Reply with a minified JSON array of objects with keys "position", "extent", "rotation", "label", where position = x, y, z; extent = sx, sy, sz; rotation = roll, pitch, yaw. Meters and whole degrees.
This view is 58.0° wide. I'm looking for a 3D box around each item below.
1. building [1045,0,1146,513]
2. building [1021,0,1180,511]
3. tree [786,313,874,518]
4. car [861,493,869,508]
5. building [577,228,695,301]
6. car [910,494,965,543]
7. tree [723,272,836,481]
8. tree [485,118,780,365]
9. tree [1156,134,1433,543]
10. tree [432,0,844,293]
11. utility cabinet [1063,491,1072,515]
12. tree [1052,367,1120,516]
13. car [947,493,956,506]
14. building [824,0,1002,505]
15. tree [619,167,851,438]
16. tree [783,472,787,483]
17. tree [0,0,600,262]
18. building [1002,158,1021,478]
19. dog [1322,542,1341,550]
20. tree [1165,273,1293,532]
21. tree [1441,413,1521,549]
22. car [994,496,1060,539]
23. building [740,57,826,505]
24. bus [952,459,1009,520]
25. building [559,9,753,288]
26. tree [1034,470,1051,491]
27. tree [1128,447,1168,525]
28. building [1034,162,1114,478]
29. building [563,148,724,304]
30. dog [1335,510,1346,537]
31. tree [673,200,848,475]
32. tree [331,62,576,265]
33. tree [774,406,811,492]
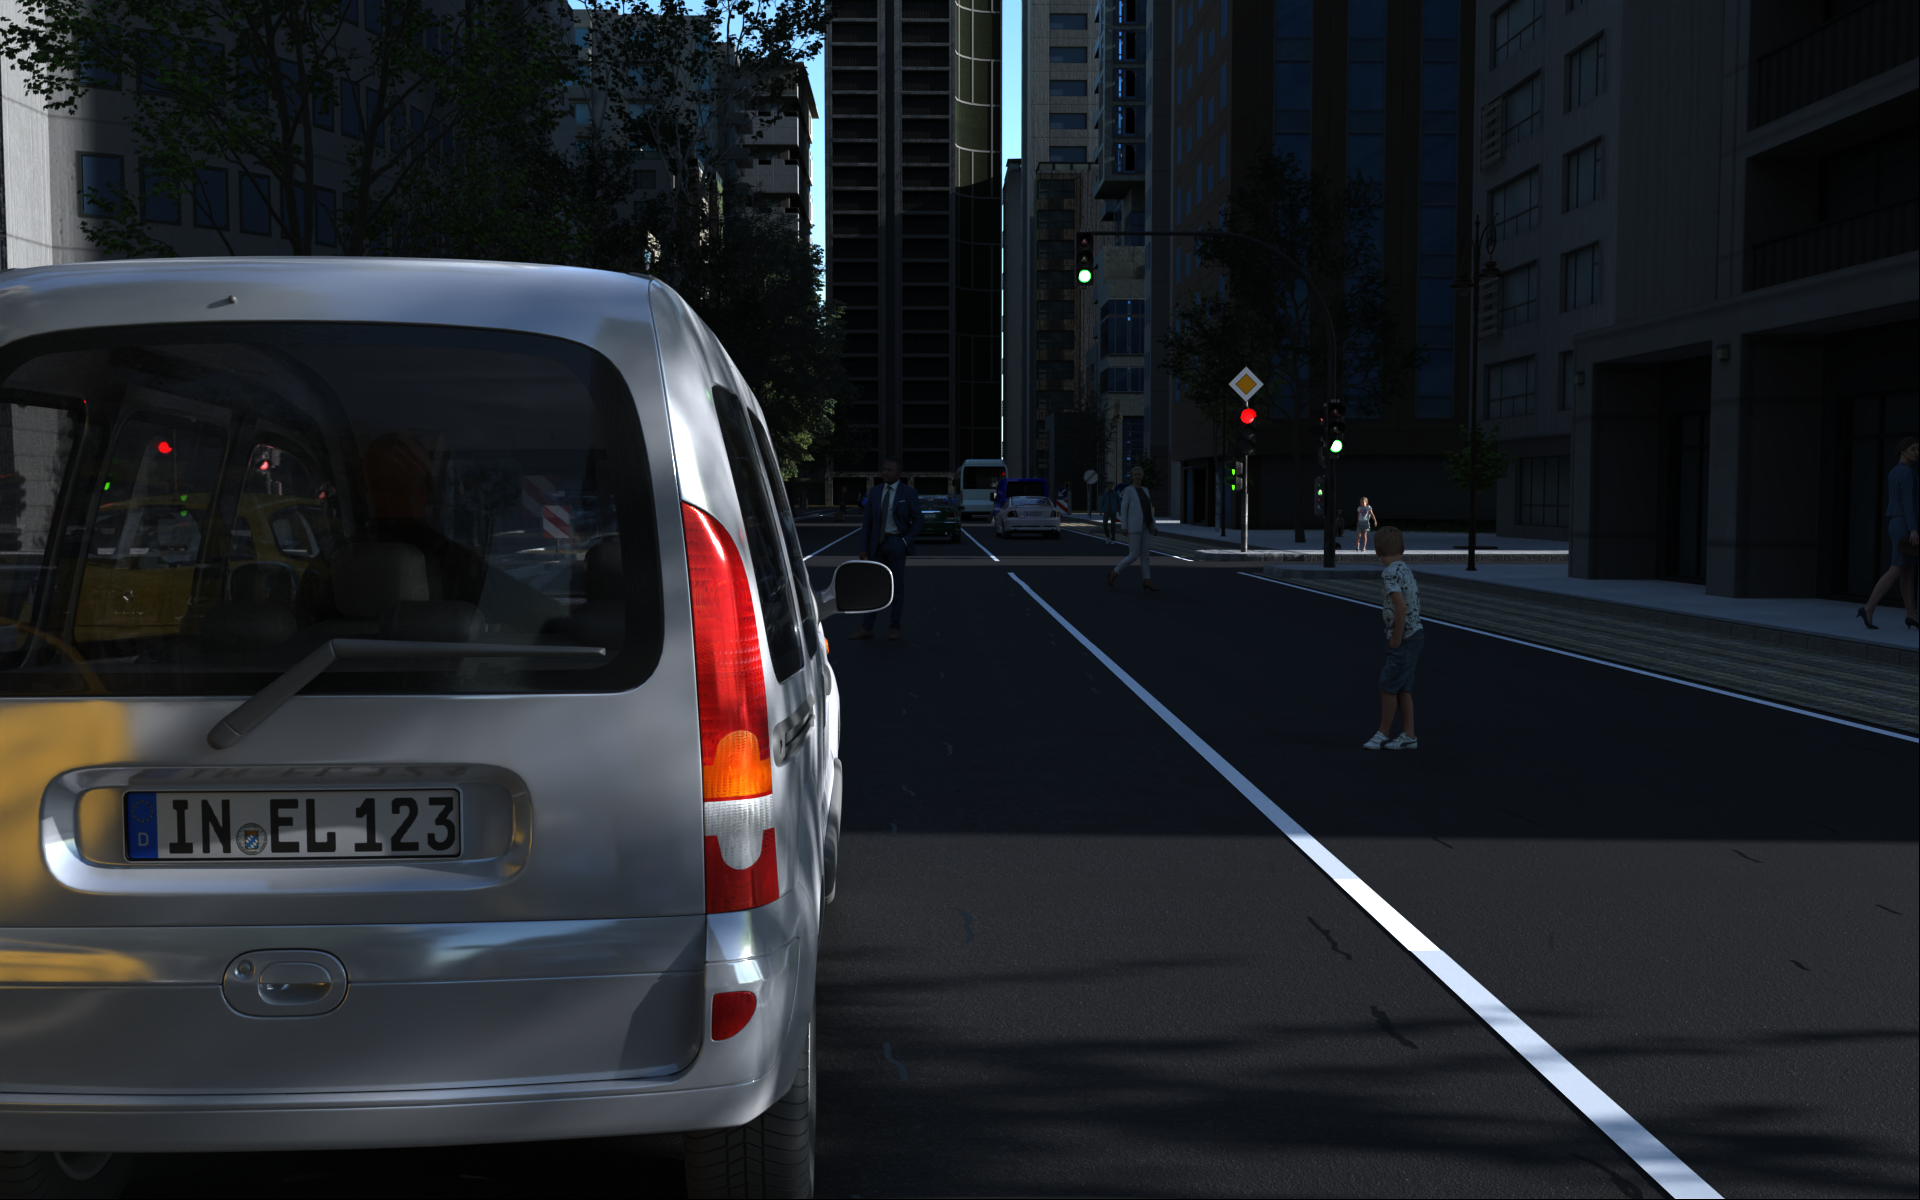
[{"position":[18.670,-49.918,128.839],"extent":[22.319,86.520,31.000],"rotation":[0,4,-1],"label":"building"},{"position":[16.621,-38.635,173.689],"extent":[21.231,58.520,28.212],"rotation":[0,4,-1],"label":"building"},{"position":[-9.813,-11.036,99.901],"extent":[9.611,12.733,9.660],"rotation":[0,3,0],"label":"tree"},{"position":[-9.078,-10.140,175.381],"extent":[1.945,1.707,3.694],"rotation":[0,4,-2],"label":"car"},{"position":[-34.577,-17.254,127.135],"extent":[27.650,21.520,28.899],"rotation":[0,4,-1],"label":"building"},{"position":[-0.901,-2.448,51.817],"extent":[2.131,1.459,4.920],"rotation":[0,4,-1],"label":"car"},{"position":[-9.616,-10.036,84.676],"extent":[7.486,12.596,7.792],"rotation":[0,3,0],"label":"tree"},{"position":[-8.467,-6.416,41.766],"extent":[8.767,10.594,7.601],"rotation":[0,4,-1],"label":"tree"},{"position":[8.673,-6.800,45.598],"extent":[7.601,10.594,8.767],"rotation":[0,4,1],"label":"tree"},{"position":[-10.199,-11.859,52.249],"extent":[12.611,20.169,13.585],"rotation":[0,3,0],"label":"tree"},{"position":[6.595,-5.977,106.409],"extent":[0.318,1.500,1.173],"rotation":[-1,4,-9],"label":"utility cabinet"},{"position":[7.382,-9.120,99.477],"extent":[4.360,8.622,3.978],"rotation":[0,3,0],"label":"tree"},{"position":[-0.909,-10.359,178.963],"extent":[1.945,1.707,3.694],"rotation":[0,4,-1],"label":"car"},{"position":[-5.298,-46.970,206.207],"extent":[20.611,71.187,20.563],"rotation":[0,4,-1],"label":"building"},{"position":[-9.141,-9.299,64.864],"extent":[12.009,13.543,11.850],"rotation":[0,3,0],"label":"tree"},{"position":[-20.661,-12.644,190.439],"extent":[4.285,4.588,4.351],"rotation":[0,3,0],"label":"tree"},{"position":[-7.903,-5.685,21.156],"extent":[9.928,11.665,9.643],"rotation":[0,3,0],"label":"tree"},{"position":[12.267,-31.862,204.530],"extent":[14.086,41.232,14.154],"rotation":[0,4,-1],"label":"building"},{"position":[8.589,-1.371,40.159],"extent":[0.550,0.427,0.748],"rotation":[2,4,26],"label":"dog"},{"position":[8.903,-6.594,58.167],"extent":[4.737,8.622,4.395],"rotation":[0,3,0],"label":"tree"},{"position":[12.074,-2.822,40.739],"extent":[1.663,3.219,1.824],"rotation":[0,3,0],"label":"tree"},{"position":[2.195,-2.707,56.621],"extent":[2.083,1.381,4.827],"rotation":[0,4,-3],"label":"car"},{"position":[-29.435,-37.994,210.436],"extent":[27.495,52.752,28.713],"rotation":[0,4,-1],"label":"building"},{"position":[1.139,-6.325,98.280],"extent":[2.948,3.499,13.247],"rotation":[0,4,-1],"label":"bus"},{"position":[-36.499,-33.941,174.543],"extent":[30.456,49.044,23.786],"rotation":[0,4,-1],"label":"building"},{"position":[6.375,-8.761,137.848],"extent":[1.663,3.219,1.824],"rotation":[0,3,0],"label":"tree"},{"position":[7.725,-4.683,71.163],"extent":[1.663,3.219,1.824],"rotation":[0,3,0],"label":"tree"},{"position":[13.427,-23.343,153.352],"extent":[14.160,30.474,14.107],"rotation":[0,4,-1],"label":"building"},{"position":[-27.976,-23.047,148.521],"extent":[14.160,30.474,14.107],"rotation":[0,4,-1],"label":"building"},{"position":[11.413,-2.285,51.745],"extent":[0.513,0.831,0.800],"rotation":[3,5,44],"label":"dog"},{"position":[-9.297,-10.200,75.884],"extent":[9.857,13.997,8.962],"rotation":[0,3,0],"label":"tree"},{"position":[-8.415,-4.627,28.468],"extent":[4.360,8.622,3.978],"rotation":[0,3,0],"label":"tree"},{"position":[-9.522,-8.451,90.999],"extent":[4.737,8.622,4.395],"rotation":[0,3,0],"label":"tree"}]
